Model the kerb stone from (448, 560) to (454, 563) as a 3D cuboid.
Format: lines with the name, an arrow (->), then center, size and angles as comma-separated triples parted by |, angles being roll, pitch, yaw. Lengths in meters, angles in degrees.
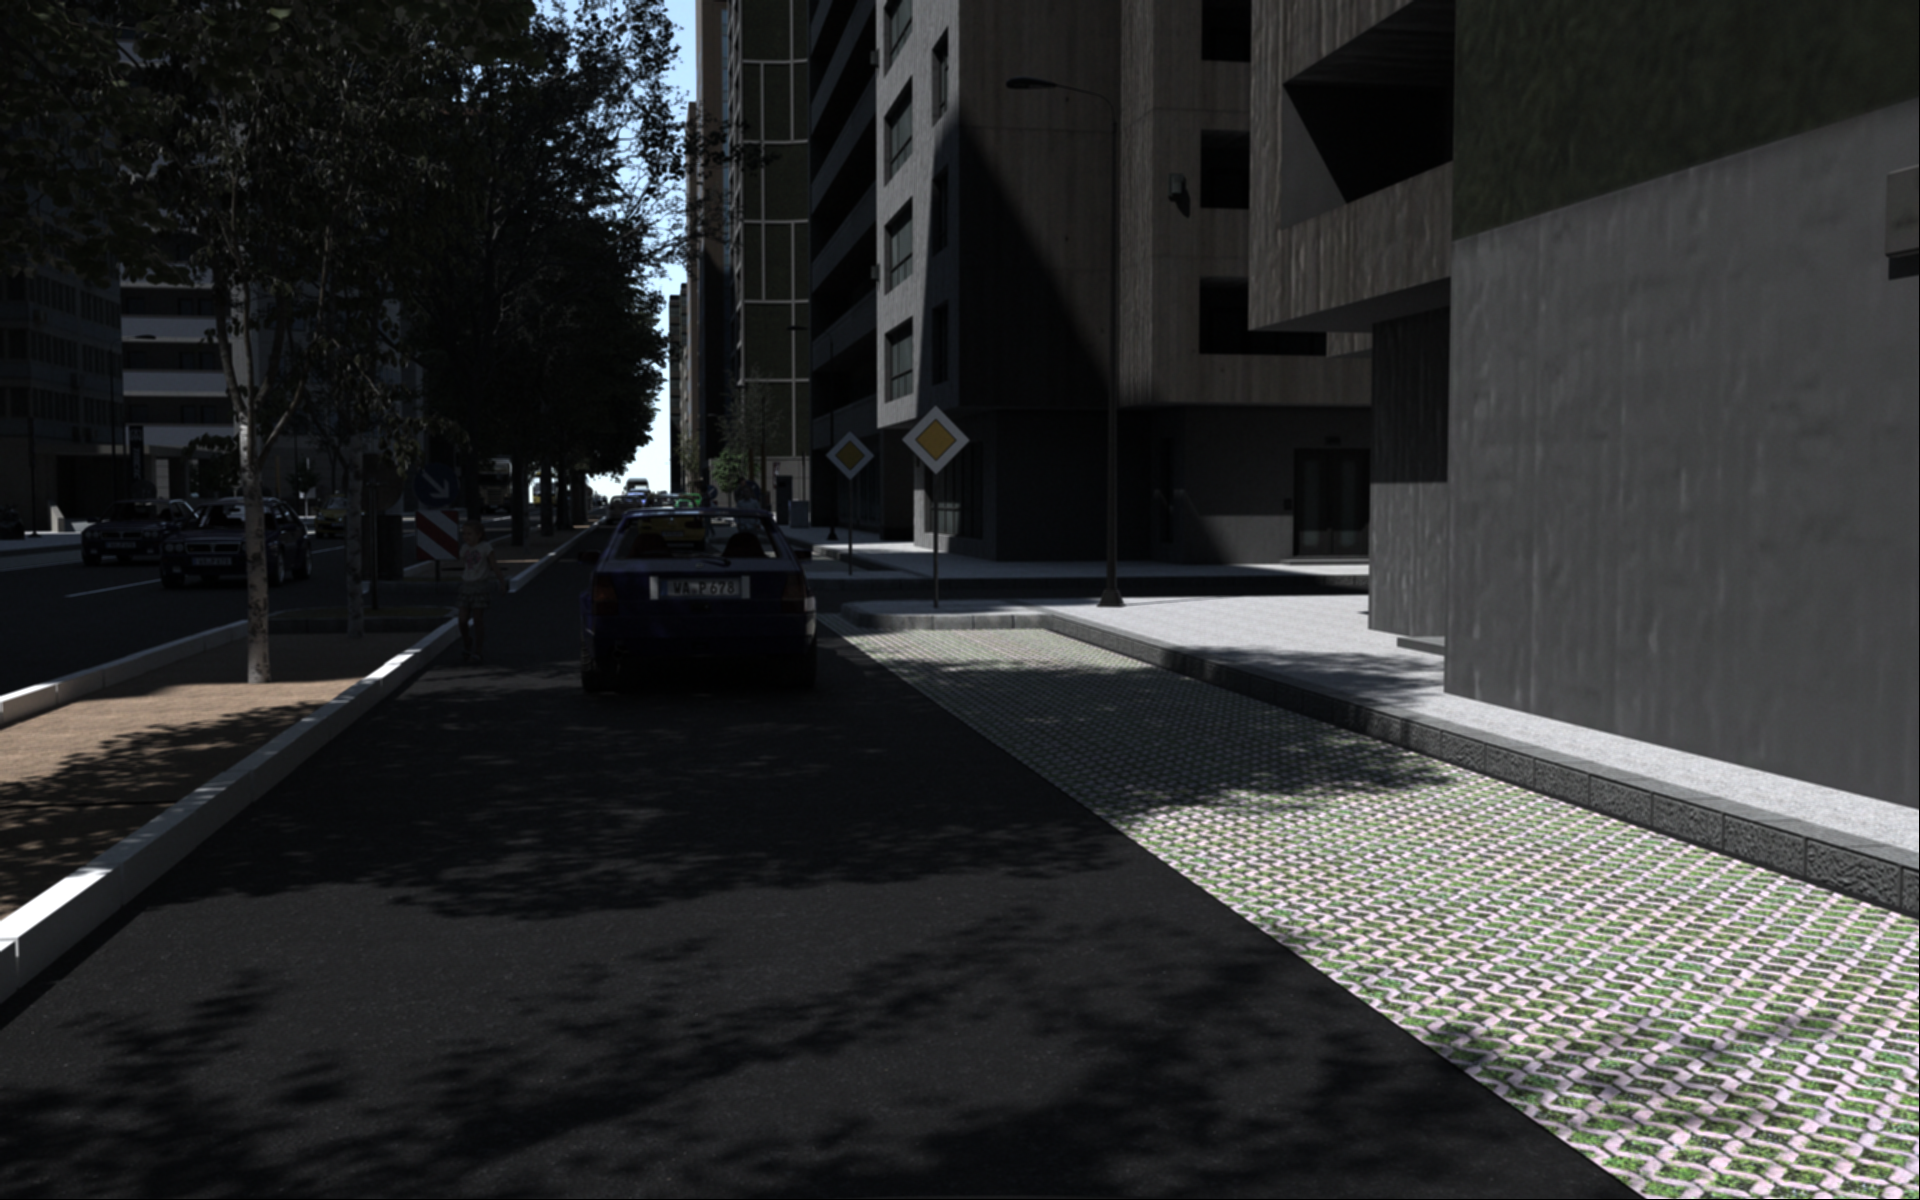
kerb stone -> -10.651, -0.837, 35.885 | 0.120, 0.150, 1.000 | -1, 4, -10

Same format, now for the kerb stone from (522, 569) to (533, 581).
kerb stone -> -7.097, -0.368, 28.215 | 0.120, 0.150, 1.000 | -1, 4, -10

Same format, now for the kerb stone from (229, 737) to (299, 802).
kerb stone -> -3.435, 0.835, 8.537 | 0.120, 0.150, 1.000 | -1, 4, -10

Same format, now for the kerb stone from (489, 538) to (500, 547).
kerb stone -> -12.905, -1.576, 47.968 | 0.120, 0.150, 1.000 | -1, 4, -10

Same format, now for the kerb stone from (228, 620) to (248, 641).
kerb stone -> -7.181, 0.309, 17.213 | 0.120, 0.150, 1.000 | -1, 4, -10

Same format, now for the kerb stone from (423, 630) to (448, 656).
kerb stone -> -4.746, 0.404, 15.583 | 0.120, 0.150, 1.000 | -1, 4, -10

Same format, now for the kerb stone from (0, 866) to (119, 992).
kerb stone -> -2.874, 1.022, 5.493 | 0.120, 0.150, 1.000 | -1, 4, -10

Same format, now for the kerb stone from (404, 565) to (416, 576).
kerb stone -> -9.539, -0.463, 29.848 | 0.120, 0.150, 1.000 | -1, 4, -10

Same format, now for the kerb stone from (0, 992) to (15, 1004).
kerb stone -> -2.687, 1.087, 4.488 | 0.120, 0.150, 1.000 | -1, 4, -10

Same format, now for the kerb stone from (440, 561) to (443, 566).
kerb stone -> -10.281, -0.712, 33.871 | 0.120, 0.150, 1.000 | -1, 4, -10

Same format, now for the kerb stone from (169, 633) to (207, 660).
kerb stone -> -6.820, 0.429, 15.197 | 0.120, 0.150, 1.000 | -1, 4, -10

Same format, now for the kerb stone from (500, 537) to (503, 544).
kerb stone -> -13.087, -1.638, 48.974 | 0.120, 0.150, 1.000 | -1, 4, -10

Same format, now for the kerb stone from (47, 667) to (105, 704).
kerb stone -> -6.248, 0.612, 12.184 | 0.120, 0.150, 1.000 | -1, 4, -10

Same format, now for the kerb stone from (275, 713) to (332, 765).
kerb stone -> -3.627, 0.776, 9.541 | 0.120, 0.150, 1.000 | -1, 4, -10

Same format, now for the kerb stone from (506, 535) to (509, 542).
kerb stone -> -13.460, -1.761, 50.985 | 0.120, 0.150, 1.000 | -1, 4, -10

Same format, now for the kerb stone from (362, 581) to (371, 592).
kerb stone -> -8.788, -0.216, 25.795 | 0.120, 0.150, 1.000 | -1, 4, -10

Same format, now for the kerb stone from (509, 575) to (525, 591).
kerb stone -> -6.719, -0.245, 26.194 | 0.120, 0.150, 1.000 | -1, 4, -10

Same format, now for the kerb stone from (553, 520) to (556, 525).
kerb stone -> -19.842, -3.858, 85.277 | 0.120, 0.150, 1.000 | -1, 4, -10

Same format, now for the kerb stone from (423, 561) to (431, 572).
kerb stone -> -9.902, -0.591, 31.859 | 0.120, 0.150, 1.000 | -1, 4, -10

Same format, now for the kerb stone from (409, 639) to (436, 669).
kerb stone -> -4.554, 0.467, 14.576 | 0.120, 0.150, 1.000 | -1, 4, -10

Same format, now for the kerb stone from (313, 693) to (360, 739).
kerb stone -> -3.811, 0.715, 10.547 | 0.120, 0.150, 1.000 | -1, 4, -10

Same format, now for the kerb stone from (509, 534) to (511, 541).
kerb stone -> -13.655, -1.820, 51.998 | 0.120, 0.150, 1.000 | -1, 4, -10

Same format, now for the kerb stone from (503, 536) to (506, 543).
kerb stone -> -13.280, -1.699, 49.979 | 0.120, 0.150, 1.000 | -1, 4, -10

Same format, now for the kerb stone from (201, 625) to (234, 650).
kerb stone -> -6.999, 0.366, 16.204 | 0.120, 0.150, 1.000 | -1, 4, -10

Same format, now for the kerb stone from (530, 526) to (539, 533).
kerb stone -> -16.270, -2.686, 66.110 | 0.120, 0.150, 1.000 | -1, 4, -10

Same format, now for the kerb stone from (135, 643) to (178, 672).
kerb stone -> -6.627, 0.489, 14.194 | 0.120, 0.150, 1.000 | -1, 4, -10

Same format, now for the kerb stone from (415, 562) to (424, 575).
kerb stone -> -9.712, -0.530, 30.855 | 0.120, 0.150, 1.000 | -1, 4, -10

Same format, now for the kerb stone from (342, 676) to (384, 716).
kerb stone -> -3.999, 0.651, 11.556 | 0.120, 0.150, 1.000 | -1, 4, -10

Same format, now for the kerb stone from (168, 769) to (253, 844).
kerb stone -> -3.254, 0.898, 7.520 | 0.120, 0.150, 1.000 | -1, 4, -10

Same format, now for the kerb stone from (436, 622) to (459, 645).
kerb stone -> -4.939, 0.343, 16.588 | 0.120, 0.150, 1.000 | -1, 4, -10

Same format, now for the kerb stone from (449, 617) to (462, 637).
kerb stone -> -5.119, 0.286, 17.595 | 0.120, 0.150, 1.000 | -1, 4, -10

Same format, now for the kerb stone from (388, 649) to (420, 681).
kerb stone -> -4.378, 0.528, 13.569 | 0.120, 0.150, 1.000 | -1, 4, -10

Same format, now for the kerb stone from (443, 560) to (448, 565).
kerb stone -> -10.469, -0.776, 34.875 | 0.120, 0.150, 1.000 | -1, 4, -10

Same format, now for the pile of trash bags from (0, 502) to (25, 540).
pile of trash bags -> -28.044, -2.351, 48.189 | 3.447, 1.369, 1.912 | -3, 4, -39

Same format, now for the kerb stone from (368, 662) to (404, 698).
kerb stone -> -4.182, 0.591, 12.562 | 0.120, 0.150, 1.000 | -1, 4, -10

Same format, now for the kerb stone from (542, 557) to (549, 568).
kerb stone -> -8.026, -0.676, 33.252 | 0.120, 0.150, 1.000 | -1, 4, -10

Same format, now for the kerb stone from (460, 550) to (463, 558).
kerb stone -> -11.033, -0.960, 37.896 | 0.120, 0.150, 1.000 | -1, 4, -10

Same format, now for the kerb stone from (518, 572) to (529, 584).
kerb stone -> -6.908, -0.304, 27.202 | 0.120, 0.150, 1.000 | -1, 4, -10

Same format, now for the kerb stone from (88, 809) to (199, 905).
kerb stone -> -3.061, 0.959, 6.509 | 0.120, 0.150, 1.000 | -1, 4, -10

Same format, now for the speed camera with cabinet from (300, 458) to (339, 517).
speed camera with cabinet -> -35.657, -6.242, 96.400 | 2.038, 3.252, 0.660 | -3, 5, -45

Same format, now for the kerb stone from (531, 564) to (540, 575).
kerb stone -> -7.470, -0.491, 30.227 | 0.120, 0.150, 1.000 | -1, 4, -10

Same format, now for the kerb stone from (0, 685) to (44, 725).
kerb stone -> -6.063, 0.674, 11.179 | 0.120, 0.150, 1.000 | -1, 4, -10

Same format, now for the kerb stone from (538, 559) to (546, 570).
kerb stone -> -7.846, -0.614, 32.237 | 0.120, 0.150, 1.000 | -1, 4, -10

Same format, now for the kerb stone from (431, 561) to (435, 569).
kerb stone -> -10.091, -0.652, 32.864 | 0.120, 0.150, 1.000 | -1, 4, -10

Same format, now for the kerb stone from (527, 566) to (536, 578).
kerb stone -> -7.283, -0.427, 29.220 | 0.120, 0.150, 1.000 | -1, 4, -10

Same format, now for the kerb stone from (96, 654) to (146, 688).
kerb stone -> -6.427, 0.552, 13.191 | 0.120, 0.150, 1.000 | -1, 4, -10

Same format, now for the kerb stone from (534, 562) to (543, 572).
kerb stone -> -7.658, -0.553, 31.232 | 0.120, 0.150, 1.000 | -1, 4, -10
